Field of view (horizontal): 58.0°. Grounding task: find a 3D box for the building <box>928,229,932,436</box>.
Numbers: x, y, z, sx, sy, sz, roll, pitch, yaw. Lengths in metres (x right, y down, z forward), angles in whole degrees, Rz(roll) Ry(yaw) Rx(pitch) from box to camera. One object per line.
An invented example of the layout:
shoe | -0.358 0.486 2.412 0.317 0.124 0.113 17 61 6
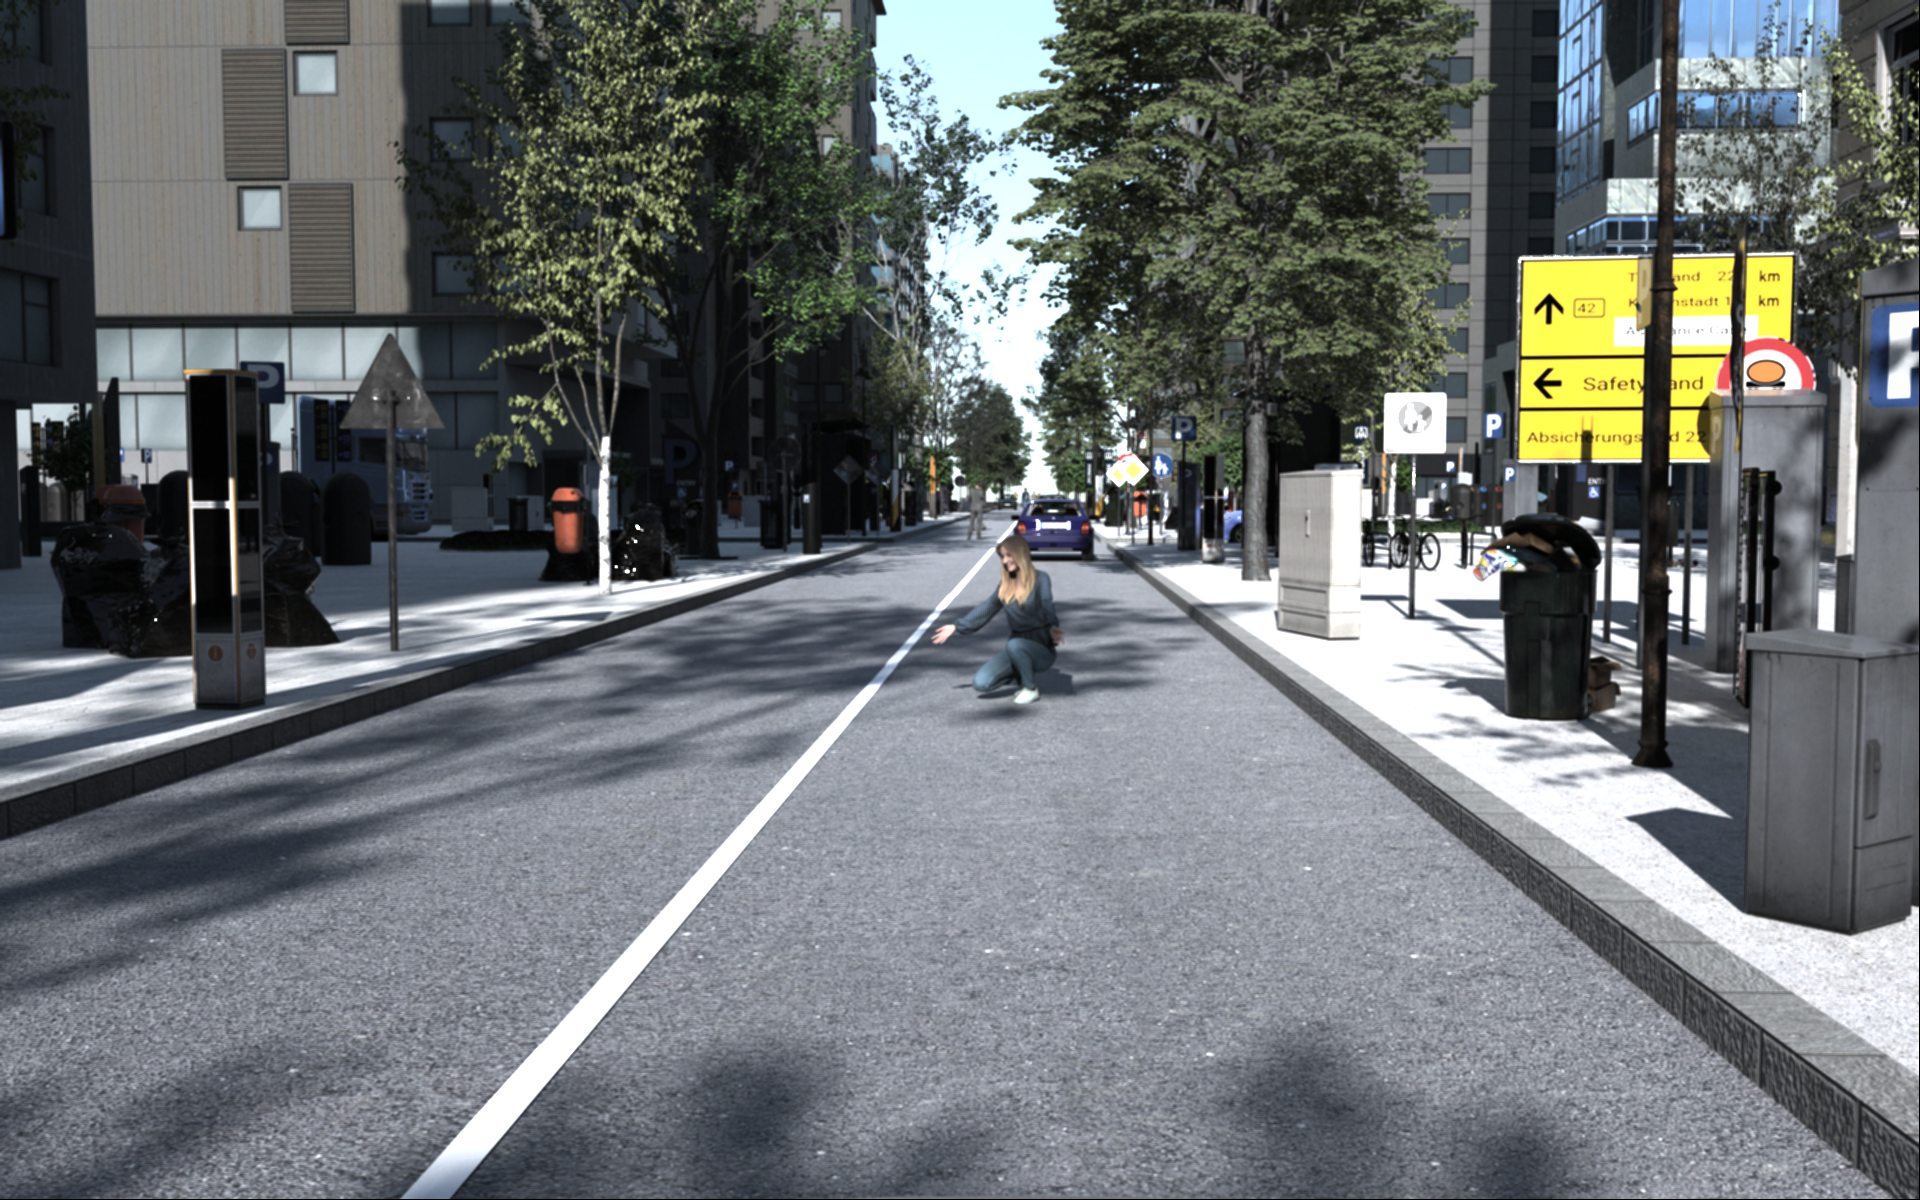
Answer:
building | -15.967 -39.732 269.231 23.786 49.044 30.456 0 4 3

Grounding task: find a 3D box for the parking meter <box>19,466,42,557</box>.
parking meter | -19.122 -1.829 35.619 0.399 1.863 0.255 3 4 37

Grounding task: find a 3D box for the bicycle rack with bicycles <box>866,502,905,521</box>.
bicycle rack with bicycles | -3.996 -4.256 82.969 2.852 0.926 2.925 -3 5 -42

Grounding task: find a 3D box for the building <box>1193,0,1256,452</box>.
building | 32.099 -32.267 151.266 21.300 48.544 21.600 0 4 3

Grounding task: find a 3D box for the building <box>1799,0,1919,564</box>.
building | 21.833 -14.415 21.584 13.634 28.700 20.117 0 4 3

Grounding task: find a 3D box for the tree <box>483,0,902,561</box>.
tree | -4.985 -6.592 33.535 9.928 11.665 9.643 0 3 0

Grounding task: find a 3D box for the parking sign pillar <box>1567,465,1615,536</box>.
parking sign pillar | 19.377 -3.956 53.156 1.447 3.967 1.447 0 4 -4

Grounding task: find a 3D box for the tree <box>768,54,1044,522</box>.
tree | -2.787 -13.561 77.612 12.611 20.169 13.585 0 3 0

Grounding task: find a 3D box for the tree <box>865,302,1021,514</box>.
tree | -1.321 -12.312 111.668 12.009 13.543 11.850 0 3 0

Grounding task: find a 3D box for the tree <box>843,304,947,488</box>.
tree | -2.530 -7.067 65.908 4.737 8.622 4.395 0 3 0

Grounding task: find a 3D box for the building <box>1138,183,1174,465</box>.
building | 32.903 -36.577 248.141 14.600 45.320 14.200 0 4 3

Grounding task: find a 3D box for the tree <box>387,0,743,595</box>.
tree | -4.716 -4.383 22.028 4.737 8.622 4.395 0 3 0

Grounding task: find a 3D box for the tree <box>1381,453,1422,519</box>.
tree | 19.133 -4.878 74.350 1.663 3.219 1.824 0 3 0

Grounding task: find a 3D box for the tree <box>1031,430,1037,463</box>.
tree | 6.228 -21.313 255.115 9.857 13.997 8.962 0 3 0

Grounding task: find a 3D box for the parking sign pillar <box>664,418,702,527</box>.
parking sign pillar | -9.832 -4.465 61.477 1.447 3.967 1.447 0 4 6

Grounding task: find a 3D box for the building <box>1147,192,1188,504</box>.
building | 32.254 -33.664 234.002 14.154 41.232 14.086 0 4 3

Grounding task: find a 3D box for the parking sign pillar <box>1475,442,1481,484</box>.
parking sign pillar | 27.288 -6.271 91.007 1.447 3.967 1.447 1 4 18

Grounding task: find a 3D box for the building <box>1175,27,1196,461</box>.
building | 36.315 -35.855 175.469 28.713 52.752 27.495 0 4 3

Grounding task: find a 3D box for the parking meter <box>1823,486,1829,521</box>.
parking meter | 28.632 -2.974 57.032 0.372 1.533 0.369 0 3 0

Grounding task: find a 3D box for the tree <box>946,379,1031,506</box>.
tree | 2.615 -17.405 191.228 9.857 13.997 8.962 0 3 0

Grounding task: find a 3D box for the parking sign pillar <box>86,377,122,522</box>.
parking sign pillar | -19.475 -3.117 39.432 1.447 3.967 1.447 -1 4 -14

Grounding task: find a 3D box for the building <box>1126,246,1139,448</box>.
building | 37.370 -37.626 269.805 22.147 44.769 28.867 0 4 3

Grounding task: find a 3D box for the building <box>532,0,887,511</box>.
building | -22.284 -35.268 165.866 28.713 52.752 27.495 0 4 3

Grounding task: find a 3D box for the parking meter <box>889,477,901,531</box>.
parking meter | -2.227 -3.286 59.429 0.399 1.863 0.255 0 4 8

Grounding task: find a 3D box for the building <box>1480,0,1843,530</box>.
building | 38.687 -46.344 70.393 31.000 86.520 22.319 0 4 3

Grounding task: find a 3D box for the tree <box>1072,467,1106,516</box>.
tree | 7.820 -6.468 100.359 1.663 3.219 1.824 0 3 0

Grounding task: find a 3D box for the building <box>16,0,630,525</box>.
building | -29.245 -30.194 82.915 28.713 52.752 27.495 0 4 3

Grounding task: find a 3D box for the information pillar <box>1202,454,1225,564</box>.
information pillar | 4.691 -1.685 32.049 0.304 2.012 0.304 3 4 38

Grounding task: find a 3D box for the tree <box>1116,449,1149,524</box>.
tree | 7.403 -4.825 73.485 1.663 3.219 1.824 0 3 0

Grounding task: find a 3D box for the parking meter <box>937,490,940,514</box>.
parking meter | -1.437 -6.146 108.900 0.372 1.533 0.369 0 3 0

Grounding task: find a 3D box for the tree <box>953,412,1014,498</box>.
tree | 1.530 -12.252 150.683 4.360 8.622 3.978 0 3 0

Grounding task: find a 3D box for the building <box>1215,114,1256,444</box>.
building | 26.624 -22.145 133.773 14.160 30.474 14.107 0 4 3

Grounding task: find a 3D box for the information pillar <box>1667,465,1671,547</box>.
information pillar | 17.176 -3.106 42.143 0.183 3.616 0.504 3 5 41

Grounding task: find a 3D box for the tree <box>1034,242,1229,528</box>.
tree | 6.397 -7.991 65.062 8.767 10.594 7.601 2 4 28

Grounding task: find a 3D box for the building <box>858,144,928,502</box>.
building | -17.682 -37.830 238.120 23.786 49.044 30.456 0 4 3

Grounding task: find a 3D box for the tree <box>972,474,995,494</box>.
tree | 2.117 -10.586 167.685 1.663 3.219 1.824 0 3 0

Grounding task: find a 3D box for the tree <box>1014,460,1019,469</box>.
tree | 5.802 -17.895 242.947 4.360 8.622 3.978 0 3 0

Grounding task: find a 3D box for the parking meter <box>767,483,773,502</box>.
parking meter | -10.030 -5.201 90.746 0.399 1.863 0.255 -1 4 -12

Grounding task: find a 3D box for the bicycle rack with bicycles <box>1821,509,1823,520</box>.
bicycle rack with bicycles | 29.987 -2.848 59.955 2.925 0.926 2.852 -2 4 -34

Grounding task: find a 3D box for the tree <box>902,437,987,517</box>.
tree | -1.672 -7.048 98.943 4.285 4.588 4.351 0 3 0

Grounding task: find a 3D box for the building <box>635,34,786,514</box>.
building | -19.365 -20.873 112.978 14.160 30.474 14.107 0 4 3

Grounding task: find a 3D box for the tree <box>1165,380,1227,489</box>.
tree | 14.646 -9.613 107.531 4.737 8.622 4.395 0 3 0

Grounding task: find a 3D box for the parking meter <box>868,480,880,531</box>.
parking meter | -3.003 -3.357 60.591 0.399 1.863 0.255 0 4 -1

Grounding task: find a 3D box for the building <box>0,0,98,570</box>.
building | -22.322 -20.927 25.759 14.086 41.232 14.154 0 4 3

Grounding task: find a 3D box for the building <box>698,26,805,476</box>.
building | -26.251 -27.425 140.287 32.217 40.220 23.993 0 4 3

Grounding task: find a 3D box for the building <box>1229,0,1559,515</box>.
building | 28.920 -41.351 114.337 20.563 71.187 20.611 0 4 3

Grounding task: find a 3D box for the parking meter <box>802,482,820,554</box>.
parking meter | -3.173 -1.749 36.999 0.372 1.533 0.369 0 3 0

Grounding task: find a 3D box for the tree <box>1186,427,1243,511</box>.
tree | 13.191 -6.021 82.153 4.285 4.588 4.351 0 3 0

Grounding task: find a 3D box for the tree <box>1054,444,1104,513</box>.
tree | 8.264 -7.939 113.509 4.285 4.588 4.351 0 3 0

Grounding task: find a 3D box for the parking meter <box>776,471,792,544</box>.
parking meter | -4.487 -2.358 44.270 0.399 1.863 0.255 0 4 -7

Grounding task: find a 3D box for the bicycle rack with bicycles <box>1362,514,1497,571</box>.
bicycle rack with bicycles | 8.099 -1.021 30.075 2.852 0.926 2.925 0 4 5

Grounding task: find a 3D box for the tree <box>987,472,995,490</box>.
tree | 1.789 -11.973 179.476 4.285 4.588 4.351 0 3 0

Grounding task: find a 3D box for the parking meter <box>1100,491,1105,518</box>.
parking meter | 7.567 -5.157 92.729 0.372 1.533 0.369 0 3 0

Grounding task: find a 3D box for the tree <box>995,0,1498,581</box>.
tree | 4.061 -6.545 25.136 7.486 12.596 7.792 0 3 0
